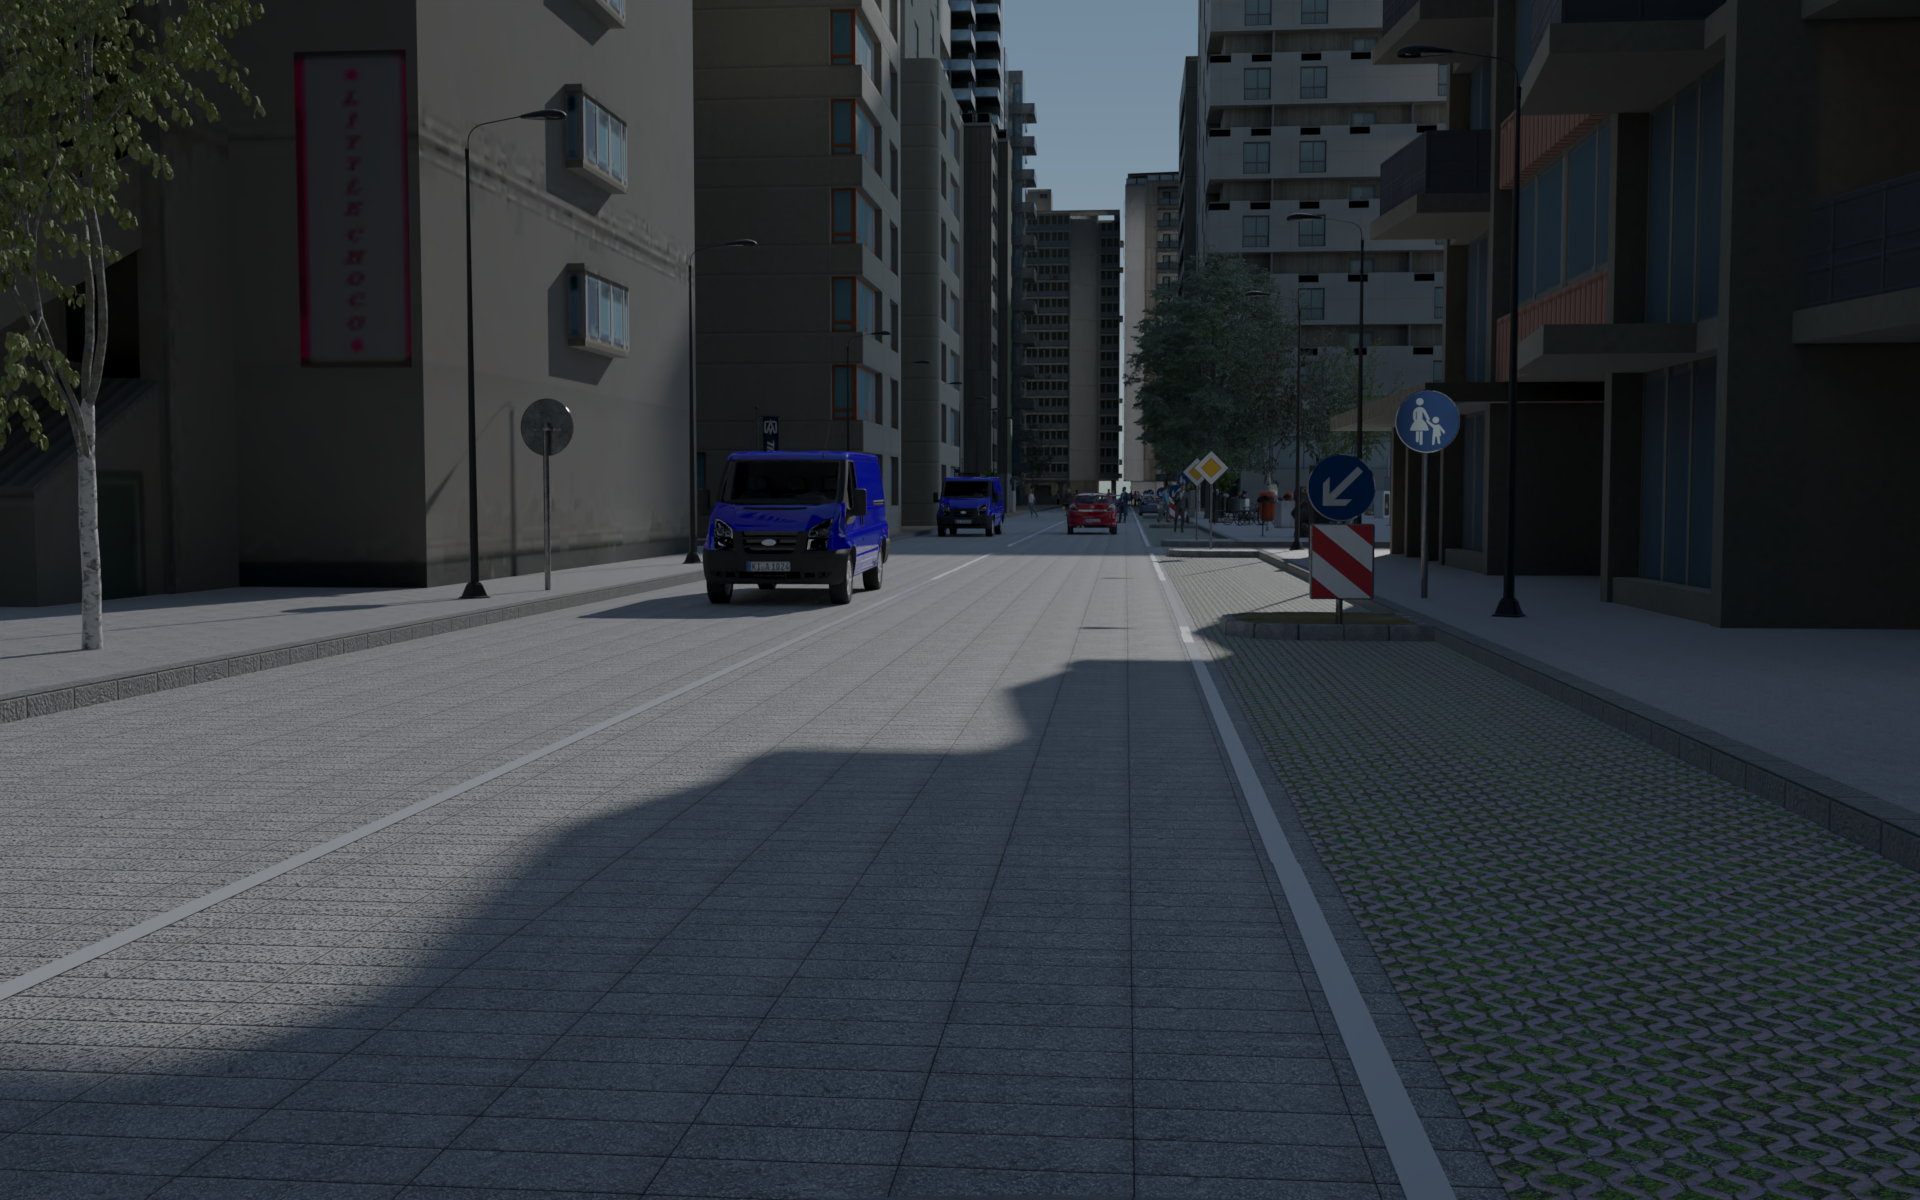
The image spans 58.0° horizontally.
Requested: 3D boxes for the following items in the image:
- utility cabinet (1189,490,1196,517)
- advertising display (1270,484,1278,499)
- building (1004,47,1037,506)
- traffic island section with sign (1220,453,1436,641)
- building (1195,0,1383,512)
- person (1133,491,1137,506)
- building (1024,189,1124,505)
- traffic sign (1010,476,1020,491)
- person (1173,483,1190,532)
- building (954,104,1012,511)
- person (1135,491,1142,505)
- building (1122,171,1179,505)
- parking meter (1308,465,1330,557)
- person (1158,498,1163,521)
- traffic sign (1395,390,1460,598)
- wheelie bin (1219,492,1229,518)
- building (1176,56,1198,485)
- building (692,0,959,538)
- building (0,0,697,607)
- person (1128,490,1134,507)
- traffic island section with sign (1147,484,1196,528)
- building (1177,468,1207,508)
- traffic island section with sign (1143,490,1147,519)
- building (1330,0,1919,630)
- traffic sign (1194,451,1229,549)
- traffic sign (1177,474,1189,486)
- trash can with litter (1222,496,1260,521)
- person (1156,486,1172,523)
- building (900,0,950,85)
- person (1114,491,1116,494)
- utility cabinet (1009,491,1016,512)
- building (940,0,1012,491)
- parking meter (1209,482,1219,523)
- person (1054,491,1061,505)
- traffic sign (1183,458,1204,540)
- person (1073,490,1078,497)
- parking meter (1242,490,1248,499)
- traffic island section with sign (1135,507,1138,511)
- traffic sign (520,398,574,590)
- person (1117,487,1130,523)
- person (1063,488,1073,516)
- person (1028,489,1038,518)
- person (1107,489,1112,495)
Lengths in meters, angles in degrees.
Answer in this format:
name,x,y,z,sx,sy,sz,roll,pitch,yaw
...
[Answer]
name,x,y,z,sx,sy,sz,roll,pitch,yaw
utility cabinet,12.699,-5.271,94.864,0.318,1.500,1.173,0,4,4
advertising display,20.386,-6.572,112.670,0.123,1.923,0.974,3,5,40
building,-7.165,-34.740,187.607,30.456,49.044,23.786,0,4,5
traffic island section with sign,3.703,-0.558,17.747,1.989,1.847,2.006,0,4,5
building,32.904,-33.573,138.162,28.713,52.752,27.495,0,4,5
person,20.152,-11.639,198.742,0.705,1.831,1.348,3,5,40
building,9.000,-32.519,223.568,23.993,40.220,32.217,0,4,5
traffic sign,3.821,-7.374,120.664,0.768,2.556,0.104,1,4,13
person,8.224,-3.420,64.386,0.622,1.834,0.822,0,3,0
building,-3.511,-22.034,131.962,14.160,30.474,14.107,0,4,5
person,17.243,-9.643,167.099,0.756,1.711,0.436,0,4,6
building,27.131,-32.387,213.119,14.086,41.232,14.154,0,4,5
parking meter,7.328,-1.808,35.276,0.399,1.863,0.255,-1,4,-19
person,10.719,-4.790,91.829,0.382,1.210,0.505,-2,4,-34
traffic sign,5.727,-1.295,21.284,0.768,2.556,0.104,1,4,12
wheelie bin,14.002,-5.218,93.218,0.980,1.594,0.693,1,4,18
building,34.166,-34.263,183.900,21.300,48.544,21.600,0,4,5
building,-15.164,-13.439,64.770,27.650,21.520,28.899,0,4,5
building,-17.306,-24.695,27.462,21.600,48.544,21.300,0,4,5
person,18.798,-11.103,189.899,0.709,1.838,0.599,-2,4,-28
traffic island section with sign,8.950,-3.916,72.653,1.989,1.847,2.006,0,4,5
building,31.270,-44.286,162.323,20.563,71.187,20.611,0,4,5
traffic island section with sign,11.603,-5.611,100.369,1.989,1.847,2.006,0,4,5
building,17.637,-22.503,22.553,22.147,44.769,28.867,0,4,5
traffic sign,5.817,-2.232,40.142,0.795,2.450,0.064,0,4,5
traffic sign,14.443,-6.866,112.371,0.768,2.556,0.104,1,4,9
trash can with litter,13.558,-4.408,83.122,2.233,1.210,1.678,0,4,-4
person,10.216,-4.782,86.549,0.748,1.841,0.638,1,4,17
building,-14.996,-31.559,105.221,28.713,52.752,27.495,0,4,5
person,17.532,-11.460,196.593,0.721,1.735,1.217,2,4,24
utility cabinet,3.596,-6.772,119.393,0.318,1.500,1.173,1,4,11
building,-6.126,-51.444,153.789,22.319,86.520,31.000,0,4,5
parking meter,11.238,-4.335,76.591,0.399,1.863,0.255,3,5,45
person,11.567,-12.009,204.942,1.348,1.812,0.705,-3,5,-42
traffic sign,6.576,-2.719,48.091,0.795,2.450,0.064,0,4,5
person,10.892,-9.331,161.068,1.348,1.823,0.705,3,5,40
parking meter,18.050,-6.192,109.654,0.372,1.533,0.369,0,3,0
traffic island section with sign,16.293,-8.614,149.460,1.989,1.847,2.006,0,4,5
traffic sign,-5.508,-1.405,23.071,0.768,2.556,0.104,1,4,13
person,8.049,-4.692,85.404,0.721,1.800,0.419,3,5,43
person,7.450,-6.425,113.771,1.509,1.804,0.699,3,4,37
person,4.457,-5.855,104.906,0.598,1.740,0.731,1,4,17
person,11.039,-7.346,128.571,1.348,1.831,0.705,1,4,9
